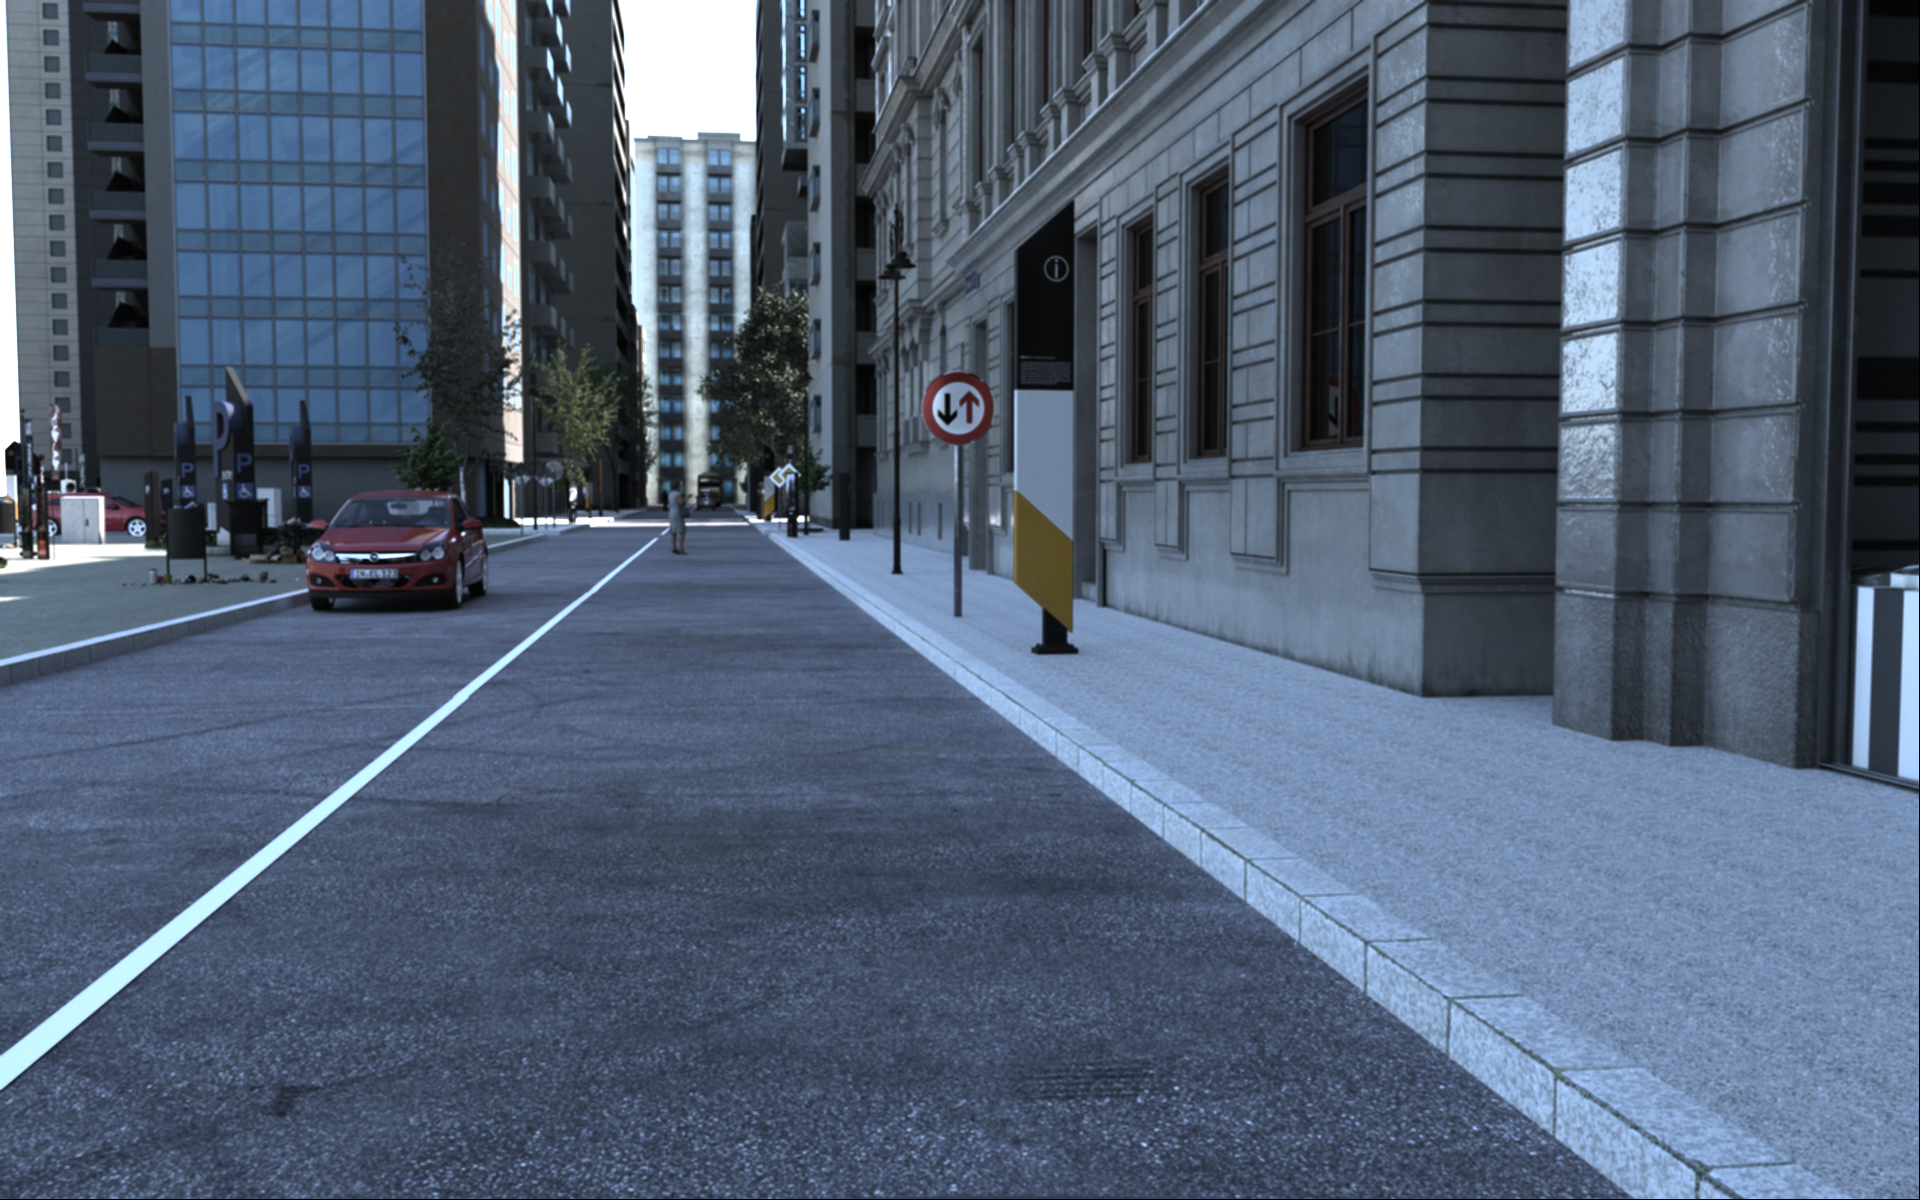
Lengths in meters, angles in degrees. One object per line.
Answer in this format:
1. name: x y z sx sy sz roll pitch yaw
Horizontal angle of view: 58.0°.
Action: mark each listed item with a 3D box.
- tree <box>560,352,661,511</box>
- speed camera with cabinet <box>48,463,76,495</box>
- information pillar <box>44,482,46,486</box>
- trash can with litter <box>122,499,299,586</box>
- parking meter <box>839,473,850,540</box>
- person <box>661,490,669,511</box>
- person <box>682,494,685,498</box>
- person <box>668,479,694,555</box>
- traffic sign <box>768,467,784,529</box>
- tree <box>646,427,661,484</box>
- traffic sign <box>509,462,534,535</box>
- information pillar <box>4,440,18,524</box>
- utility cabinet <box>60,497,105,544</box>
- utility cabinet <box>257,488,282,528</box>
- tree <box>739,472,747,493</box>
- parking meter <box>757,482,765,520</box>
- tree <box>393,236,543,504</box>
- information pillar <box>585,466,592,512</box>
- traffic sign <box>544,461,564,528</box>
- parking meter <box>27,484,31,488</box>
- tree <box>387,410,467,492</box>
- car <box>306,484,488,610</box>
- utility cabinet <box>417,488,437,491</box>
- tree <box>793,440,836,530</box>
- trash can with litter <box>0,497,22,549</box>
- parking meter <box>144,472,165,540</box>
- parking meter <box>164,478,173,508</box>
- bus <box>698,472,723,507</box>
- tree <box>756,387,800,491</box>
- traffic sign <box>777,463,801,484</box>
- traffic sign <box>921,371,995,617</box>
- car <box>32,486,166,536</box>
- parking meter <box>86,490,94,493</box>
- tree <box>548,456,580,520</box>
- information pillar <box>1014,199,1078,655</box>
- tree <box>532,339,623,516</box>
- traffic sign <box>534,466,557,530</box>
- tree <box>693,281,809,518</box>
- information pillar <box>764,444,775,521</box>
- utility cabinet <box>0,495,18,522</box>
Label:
1. tree: -25.683 -12.360 127.848 9.928 11.665 9.643 0 3 0
2. speed camera with cabinet: -56.736 -7.008 108.918 0.660 3.252 2.038 2 4 32
3. information pillar: -53.634 -5.919 101.268 0.304 2.012 0.304 0 4 1
4. trash can with litter: -10.787 -0.855 25.040 2.233 1.210 1.678 -1 4 -14
5. parking meter: -3.213 -2.598 48.194 0.255 1.863 0.399 0 4 4
6. person: -25.615 -8.698 150.721 0.705 1.822 1.348 2 4 34
7. person: -22.514 -7.835 139.790 0.799 1.438 0.628 0 4 0
8. person: -6.583 -1.968 41.030 0.532 1.782 0.716 -3 4 -38
9. traffic sign: -6.564 -3.628 62.961 0.795 2.450 0.064 -1 4 -8
10. tree: -34.705 -14.644 189.786 4.360 8.622 3.978 0 3 0
11. traffic sign: -13.643 -3.074 53.903 0.795 2.450 0.064 -1 4 -8
12. information pillar: -41.304 -5.139 75.383 0.504 3.616 0.183 0 4 6
13. utility cabinet: -22.572 -2.043 44.557 1.020 1.237 0.306 0 4 3
14. utility cabinet: -25.686 -3.412 64.459 1.173 1.500 0.318 3 4 38
15. tree: -17.908 -9.243 145.720 1.663 3.219 1.824 0 3 0
16. parking meter: -9.861 -4.902 85.860 0.255 1.863 0.399 2 4 34
17. tree: -14.184 -6.066 49.534 4.360 8.622 3.978 0 3 0
18. information pillar: -26.275 -8.019 122.458 0.504 3.616 0.183 -1 4 -22
19. traffic sign: -15.492 -4.034 66.060 0.768 2.556 0.104 0 4 -5
20. parking meter: -35.817 -3.744 66.927 0.399 1.863 0.255 0 4 -7
21. tree: -12.183 -2.780 40.051 1.663 3.219 1.824 0 3 0
22. car: -7.337 -0.843 22.822 2.155 1.783 4.494 -1 4 -9
23. utility cabinet: -19.067 -3.275 62.218 1.173 1.500 0.318 2 4 33
24. tree: -5.351 -4.103 61.682 1.663 3.219 1.824 0 3 0
25. trash can with litter: -23.007 -1.821 40.831 1.678 1.210 2.233 3 5 41
26. parking meter: -20.990 -2.405 45.025 0.399 1.863 0.255 3 5 39
27. parking meter: -29.478 -3.587 64.350 0.399 1.863 0.255 -1 4 -18
28. bus: -27.866 -12.324 193.045 2.896 3.916 12.252 0 4 -8
29. tree: -10.904 -9.290 102.251 4.360 8.622 3.978 0 3 0
30. traffic sign: -5.430 -3.145 55.057 0.795 2.450 0.064 -1 4 -8
31. traffic sign: -0.020 -1.097 18.041 0.768 2.556 0.104 0 4 -5
32. car: -27.940 -2.907 56.574 4.494 1.783 2.155 0 4 -6
33. parking meter: -48.869 -5.439 97.346 0.372 1.533 0.369 0 3 0
34. tree: -19.880 -5.663 87.188 1.663 3.219 1.824 0 3 0
35. information pillar: 0.684 -1.375 13.831 0.504 3.616 0.183 -1 4 -13
36. tree: -18.463 -8.115 83.048 4.737 8.622 4.395 0 3 0
37. traffic sign: -14.777 -3.558 61.808 0.795 2.450 0.064 -1 4 -8
38. tree: -9.529 -10.785 93.338 9.611 12.733 9.660 0 3 0
39. information pillar: -8.960 -5.499 81.262 0.504 3.616 0.183 -1 4 -14
40. utility cabinet: -43.179 -4.131 78.703 0.306 1.237 1.020 1 4 23
